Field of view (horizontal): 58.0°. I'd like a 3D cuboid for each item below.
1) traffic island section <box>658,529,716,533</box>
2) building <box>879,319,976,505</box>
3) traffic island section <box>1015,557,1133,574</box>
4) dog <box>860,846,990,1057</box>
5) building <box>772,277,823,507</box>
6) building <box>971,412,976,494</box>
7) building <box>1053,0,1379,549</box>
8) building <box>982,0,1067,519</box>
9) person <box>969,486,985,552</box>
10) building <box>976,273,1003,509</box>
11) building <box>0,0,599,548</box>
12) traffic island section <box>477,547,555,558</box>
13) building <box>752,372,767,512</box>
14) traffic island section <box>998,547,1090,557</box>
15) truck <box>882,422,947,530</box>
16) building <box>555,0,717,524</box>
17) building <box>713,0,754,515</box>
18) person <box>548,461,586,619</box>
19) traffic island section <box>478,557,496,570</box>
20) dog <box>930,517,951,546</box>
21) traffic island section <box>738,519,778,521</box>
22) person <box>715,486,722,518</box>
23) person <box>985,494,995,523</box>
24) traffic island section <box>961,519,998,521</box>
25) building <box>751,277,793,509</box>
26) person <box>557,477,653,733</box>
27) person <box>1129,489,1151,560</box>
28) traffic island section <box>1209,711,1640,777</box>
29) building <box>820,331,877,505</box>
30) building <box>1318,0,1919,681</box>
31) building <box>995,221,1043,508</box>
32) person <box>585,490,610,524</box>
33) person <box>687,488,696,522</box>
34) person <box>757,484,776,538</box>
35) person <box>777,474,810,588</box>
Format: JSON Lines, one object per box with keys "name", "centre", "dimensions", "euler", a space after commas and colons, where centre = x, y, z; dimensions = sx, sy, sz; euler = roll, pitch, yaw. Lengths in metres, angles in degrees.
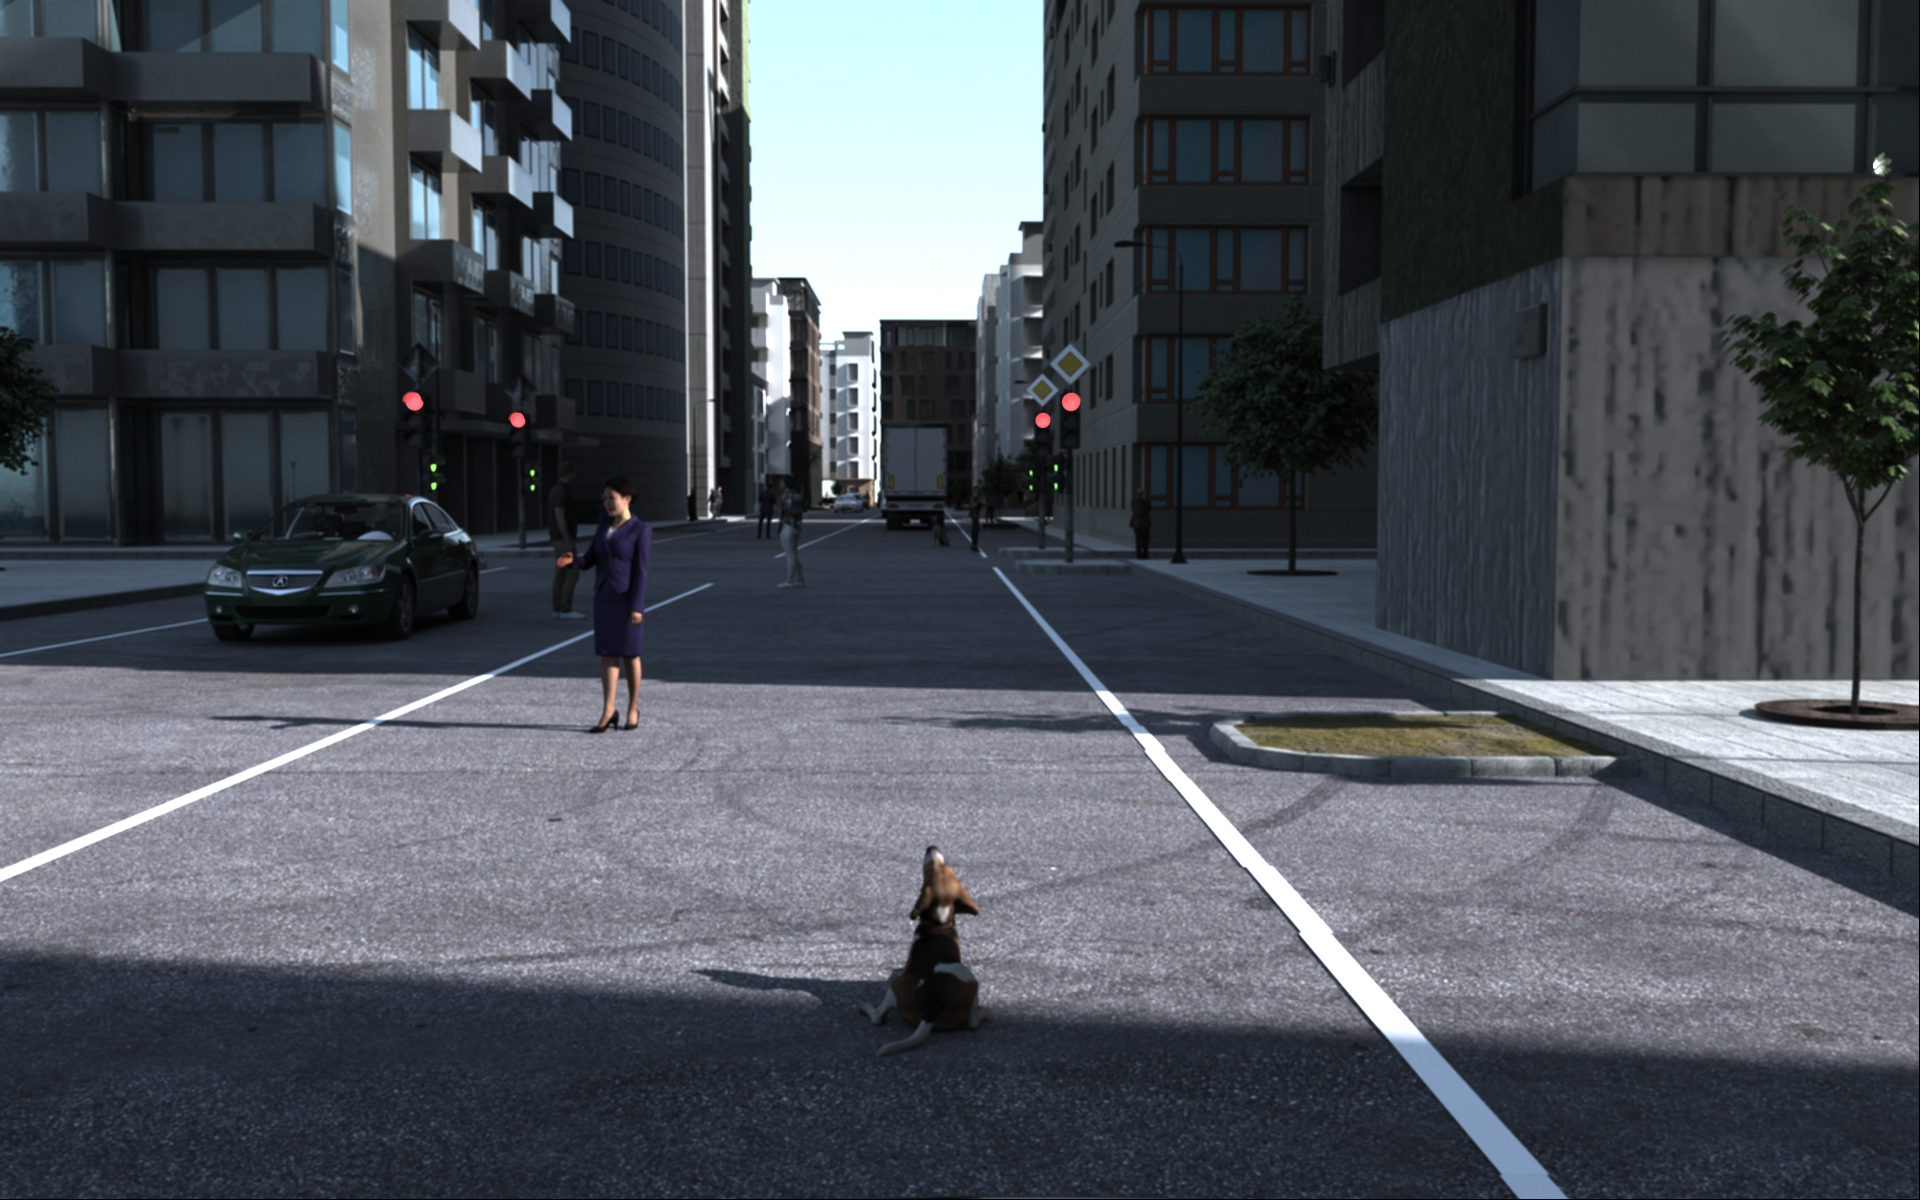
{"name": "traffic island section", "centre": [-10.282, -2.609, 65.523], "dimensions": [1.991, 0.108, 1.994], "euler": [0, 4, -1]}
{"name": "building", "centre": [6.676, -22.588, 213.284], "dimensions": [32.646, 21.610, 27.936], "euler": [0, 4, -1]}
{"name": "traffic island section", "centre": [2.067, -0.620, 32.424], "dimensions": [2.009, 0.180, 2.903], "euler": [0, 4, -1]}
{"name": "dog", "centre": [-0.142, 0.941, 4.816], "dimensions": [0.550, 0.427, 0.748], "euler": [3, 5, 40]}
{"name": "building", "centre": [-31.030, -20.371, 177.034], "dimensions": [32.646, 21.610, 27.936], "euler": [0, 4, -1]}
{"name": "building", "centre": [5.987, -14.425, 178.002], "dimensions": [9.099, 9.664, 28.070], "euler": [0, 4, -1]}
{"name": "building", "centre": [18.321, -12.766, 53.769], "dimensions": [28.899, 21.520, 27.650], "euler": [0, 4, -1]}
{"name": "building", "centre": [17.615, -25.166, 103.340], "dimensions": [32.217, 40.220, 23.993], "euler": [0, 4, -1]}
{"name": "person", "centre": [0.447, -2.017, 42.942], "dimensions": [0.415, 1.643, 0.593], "euler": [-2, 4, -33]}
{"name": "building", "centre": [10.181, -17.183, 147.393], "dimensions": [16.747, 18.905, 31.486], "euler": [0, 4, -1]}
{"name": "building", "centre": [-24.996, -26.551, 53.713], "dimensions": [23.786, 49.044, 30.456], "euler": [0, 4, -1]}
{"name": "traffic island section", "centre": [-10.169, -1.096, 40.206], "dimensions": [2.009, 0.180, 2.903], "euler": [0, 4, -1]}
{"name": "building", "centre": [-18.981, -11.467, 129.635], "dimensions": [9.099, 9.664, 28.070], "euler": [0, 4, -1]}
{"name": "traffic island section", "centre": [1.930, -1.109, 40.408], "dimensions": [2.009, 0.180, 2.903], "euler": [0, 4, -1]}
{"name": "truck", "centre": [-1.913, -5.145, 73.040], "dimensions": [2.839, 4.237, 11.283], "euler": [0, 4, -2]}
{"name": "building", "centre": [-24.169, -33.106, 83.275], "dimensions": [21.231, 58.520, 28.212], "euler": [0, 4, -1]}
{"name": "building", "centre": [-20.347, -25.773, 104.980], "dimensions": [14.154, 41.232, 14.086], "euler": [0, 4, -1]}
{"name": "person", "centre": [-4.535, -0.696, 20.013], "dimensions": [0.434, 1.807, 0.598], "euler": [0, 4, -7]}
{"name": "traffic island section", "centre": [-10.032, -0.608, 32.222], "dimensions": [2.009, 0.180, 2.903], "euler": [0, 4, -1]}
{"name": "dog", "centre": [-0.426, -1.876, 47.516], "dimensions": [0.800, 0.831, 0.513], "euler": [0, 4, -4]}
{"name": "traffic island section", "centre": [-10.739, -4.260, 92.521], "dimensions": [1.991, 0.108, 1.994], "euler": [0, 4, -1]}
{"name": "person", "centre": [-13.059, -5.301, 93.639], "dimensions": [0.530, 1.710, 0.541], "euler": [3, 5, 41]}
{"name": "person", "centre": [1.524, -4.607, 84.352], "dimensions": [0.617, 1.759, 0.750], "euler": [-2, 4, -24]}
{"name": "traffic island section", "centre": [1.026, -4.286, 92.943], "dimensions": [1.991, 0.108, 1.994], "euler": [0, 4, -1]}
{"name": "building", "centre": [-22.578, -17.906, 149.177], "dimensions": [16.016, 20.091, 11.380], "euler": [0, 4, -1]}
{"name": "person", "centre": [-2.098, 0.030, 10.376], "dimensions": [0.453, 1.535, 0.546], "euler": [1, 4, 8]}
{"name": "person", "centre": [3.903, -1.634, 37.492], "dimensions": [0.482, 1.546, 0.388], "euler": [1, 4, 15]}
{"name": "traffic island section", "centre": [2.457, 0.802, 9.760], "dimensions": [1.991, 0.108, 1.994], "euler": [0, 4, -1]}
{"name": "building", "centre": [-15.860, -21.448, 207.097], "dimensions": [11.380, 20.091, 16.016], "euler": [0, 4, -1]}
{"name": "building", "centre": [10.974, -15.059, 17.916], "dimensions": [14.160, 30.474, 14.107], "euler": [0, 4, -1]}
{"name": "building", "centre": [10.674, -16.486, 125.968], "dimensions": [16.016, 20.091, 11.380], "euler": [0, 4, -1]}
{"name": "person", "centre": [-8.232, -1.757, 39.591], "dimensions": [0.546, 1.535, 0.453], "euler": [-3, 4, -38]}
{"name": "person", "centre": [-12.525, -4.433, 80.795], "dimensions": [0.388, 1.546, 0.482], "euler": [-2, 4, -29]}
{"name": "person", "centre": [-6.263, -2.881, 56.051], "dimensions": [0.683, 1.767, 0.568], "euler": [0, 4, 7]}
{"name": "person", "centre": [-2.578, -1.060, 26.561], "dimensions": [0.376, 1.734, 0.841], "euler": [1, 4, 21]}
